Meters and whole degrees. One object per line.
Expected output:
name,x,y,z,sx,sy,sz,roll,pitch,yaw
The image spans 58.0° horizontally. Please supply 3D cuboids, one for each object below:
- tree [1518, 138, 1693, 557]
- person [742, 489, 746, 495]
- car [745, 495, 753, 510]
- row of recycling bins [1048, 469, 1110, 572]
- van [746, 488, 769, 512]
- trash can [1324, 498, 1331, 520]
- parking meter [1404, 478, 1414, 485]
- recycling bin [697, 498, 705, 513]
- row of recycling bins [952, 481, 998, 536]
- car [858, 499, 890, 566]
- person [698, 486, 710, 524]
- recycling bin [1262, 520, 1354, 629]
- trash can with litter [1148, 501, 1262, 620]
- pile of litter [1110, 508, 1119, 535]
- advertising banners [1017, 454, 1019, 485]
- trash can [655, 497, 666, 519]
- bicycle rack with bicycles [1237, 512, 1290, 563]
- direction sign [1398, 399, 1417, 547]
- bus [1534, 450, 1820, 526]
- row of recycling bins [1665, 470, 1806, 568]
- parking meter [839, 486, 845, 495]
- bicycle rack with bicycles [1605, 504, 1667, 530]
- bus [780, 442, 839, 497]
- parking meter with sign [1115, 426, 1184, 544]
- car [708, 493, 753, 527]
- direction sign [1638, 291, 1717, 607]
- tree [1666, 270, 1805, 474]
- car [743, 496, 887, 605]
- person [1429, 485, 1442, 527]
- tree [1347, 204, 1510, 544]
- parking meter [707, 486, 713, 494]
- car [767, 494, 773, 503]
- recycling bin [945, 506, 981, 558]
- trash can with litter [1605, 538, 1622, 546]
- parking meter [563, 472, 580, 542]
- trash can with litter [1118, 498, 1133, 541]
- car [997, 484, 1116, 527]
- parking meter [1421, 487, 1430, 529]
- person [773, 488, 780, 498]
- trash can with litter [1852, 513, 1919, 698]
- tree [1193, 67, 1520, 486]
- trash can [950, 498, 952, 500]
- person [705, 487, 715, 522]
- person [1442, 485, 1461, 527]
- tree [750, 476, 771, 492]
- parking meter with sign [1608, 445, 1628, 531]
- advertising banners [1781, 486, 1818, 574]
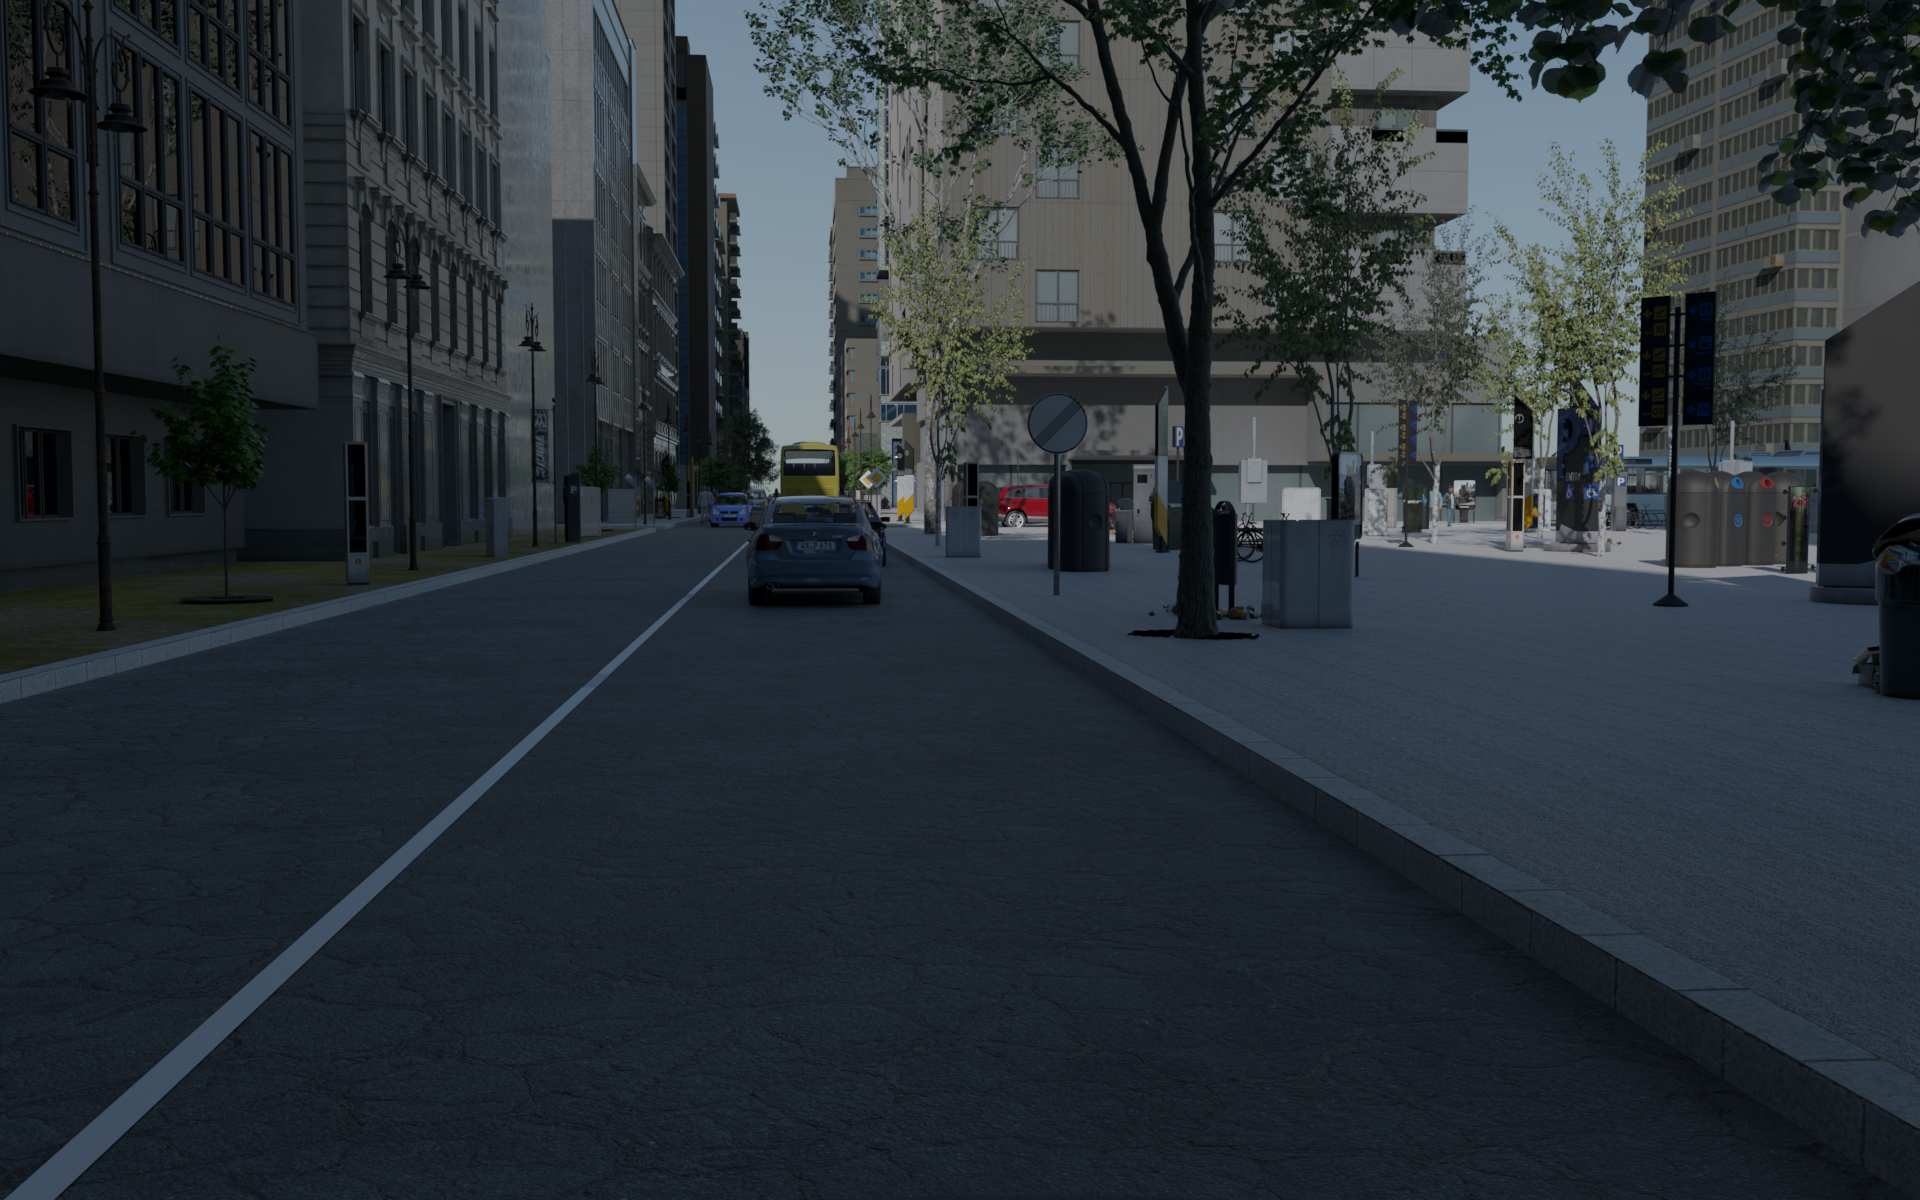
tree,12.890,-5.187,35.167,4.737,8.622,4.395,0,3,0
person,-17.110,-7.891,137.698,0.709,1.800,0.728,1,4,15
car,-13.991,-5.920,108.801,2.014,1.417,4.499,0,4,-5
row of recycling bins,2.000,-1.407,30.112,1.069,1.692,3.534,0,4,0
van,-14.891,-7.298,126.326,2.013,2.044,4.112,0,4,-4
trash can,12.780,-2.893,58.950,0.748,1.137,0.748,0,3,0
parking meter,16.454,-3.535,63.501,0.255,1.863,0.399,3,4,37
recycling bin,-17.345,-6.401,117.211,0.722,1.027,0.722,-2,4,-30
row of recycling bins,0.417,-2.889,54.352,1.069,1.692,3.534,-1,4,-12
car,-2.402,-1.417,35.747,1.945,1.354,3.894,0,4,-4
person,-12.241,-4.576,83.194,0.514,1.842,0.818,-3,5,-43
recycling bin,3.376,-0.262,16.831,0.722,1.027,0.722,0,4,-5
trash can with litter,2.787,-0.452,18.455,1.678,1.210,2.233,-1,4,-10
pile of litter,4.988,-2.467,54.296,1.719,0.858,1.176,1,4,22
advertising banners,2.458,-4.784,74.409,0.090,3.025,2.074,0,4,4
trash can,-15.734,-4.834,90.693,0.748,1.137,0.748,0,3,0
bicycle rack with bicycles,5.859,-1.209,33.154,2.925,0.926,2.852,1,4,15
direction sign,10.793,-3.047,41.814,0.379,3.537,0.876,3,5,42
bus,29.731,-4.709,71.858,13.247,3.499,2.948,0,4,-6
row of recycling bins,13.898,-1.466,31.085,3.534,1.692,1.069,-2,4,-34
parking meter,-8.549,-7.336,125.647,0.399,1.863,0.255,3,5,43
bicycle rack with bicycles,24.165,-3.035,63.008,2.925,0.926,2.852,-1,4,-9
bus,-6.994,-5.441,80.506,2.896,3.916,12.252,0,4,-5
parking meter with sign,4.872,-2.974,44.889,1.738,3.016,0.543,2,4,30
car,-10.012,-4.051,75.832,1.945,1.707,3.694,0,4,-5
direction sign,8.143,-1.697,19.739,0.379,3.537,0.876,-3,5,-40
tree,24.839,-6.495,56.553,4.360,8.622,3.978,0,3,0
car,-1.991,-0.721,23.786,2.014,1.417,4.499,0,4,-5
person,18.949,-3.710,69.024,0.748,1.841,0.638,-3,5,-40
tree,12.245,-5.772,44.733,4.360,8.622,3.978,0,3,0
parking meter,-17.261,-6.976,119.773,0.399,1.863,0.255,0,4,-1
car,-25.512,-13.958,237.250,2.155,1.783,4.494,0,4,-7
recycling bin,0.064,-1.393,35.337,0.722,1.027,0.722,0,4,-1
trash can with litter,16.325,-2.019,44.074,1.678,1.210,2.233,3,5,44
parking meter,-10.358,-2.476,46.188,0.399,1.863,0.255,-2,4,-34
trash can with litter,4.767,-2.235,47.934,0.624,1.170,1.055,-1,4,-16
car,3.595,-3.679,68.816,5.304,1.827,2.281,0,4,-5
parking meter,16.877,-3.337,62.967,0.372,1.533,0.369,0,3,0
person,-11.843,-6.313,111.720,0.555,1.821,0.388,-2,4,-35
trash can with litter,6.060,0.013,11.180,0.624,1.170,1.055,0,4,7
tree,6.151,-4.820,29.178,4.737,8.622,4.395,0,3,0
trash can,-0.009,-3.278,65.248,0.748,1.137,0.748,0,3,0
person,-12.986,-4.941,89.508,0.478,1.798,0.641,2,4,32
person,19.877,-3.754,70.220,0.623,1.781,0.721,-3,5,-39
tree,-34.803,-21.709,305.298,4.360,8.622,3.978,0,3,0
parking meter with sign,22.870,-3.908,60.159,0.543,3.016,1.738,1,4,12
advertising banners,14.110,-1.948,28.031,2.074,3.025,0.090,-2,4,-23
